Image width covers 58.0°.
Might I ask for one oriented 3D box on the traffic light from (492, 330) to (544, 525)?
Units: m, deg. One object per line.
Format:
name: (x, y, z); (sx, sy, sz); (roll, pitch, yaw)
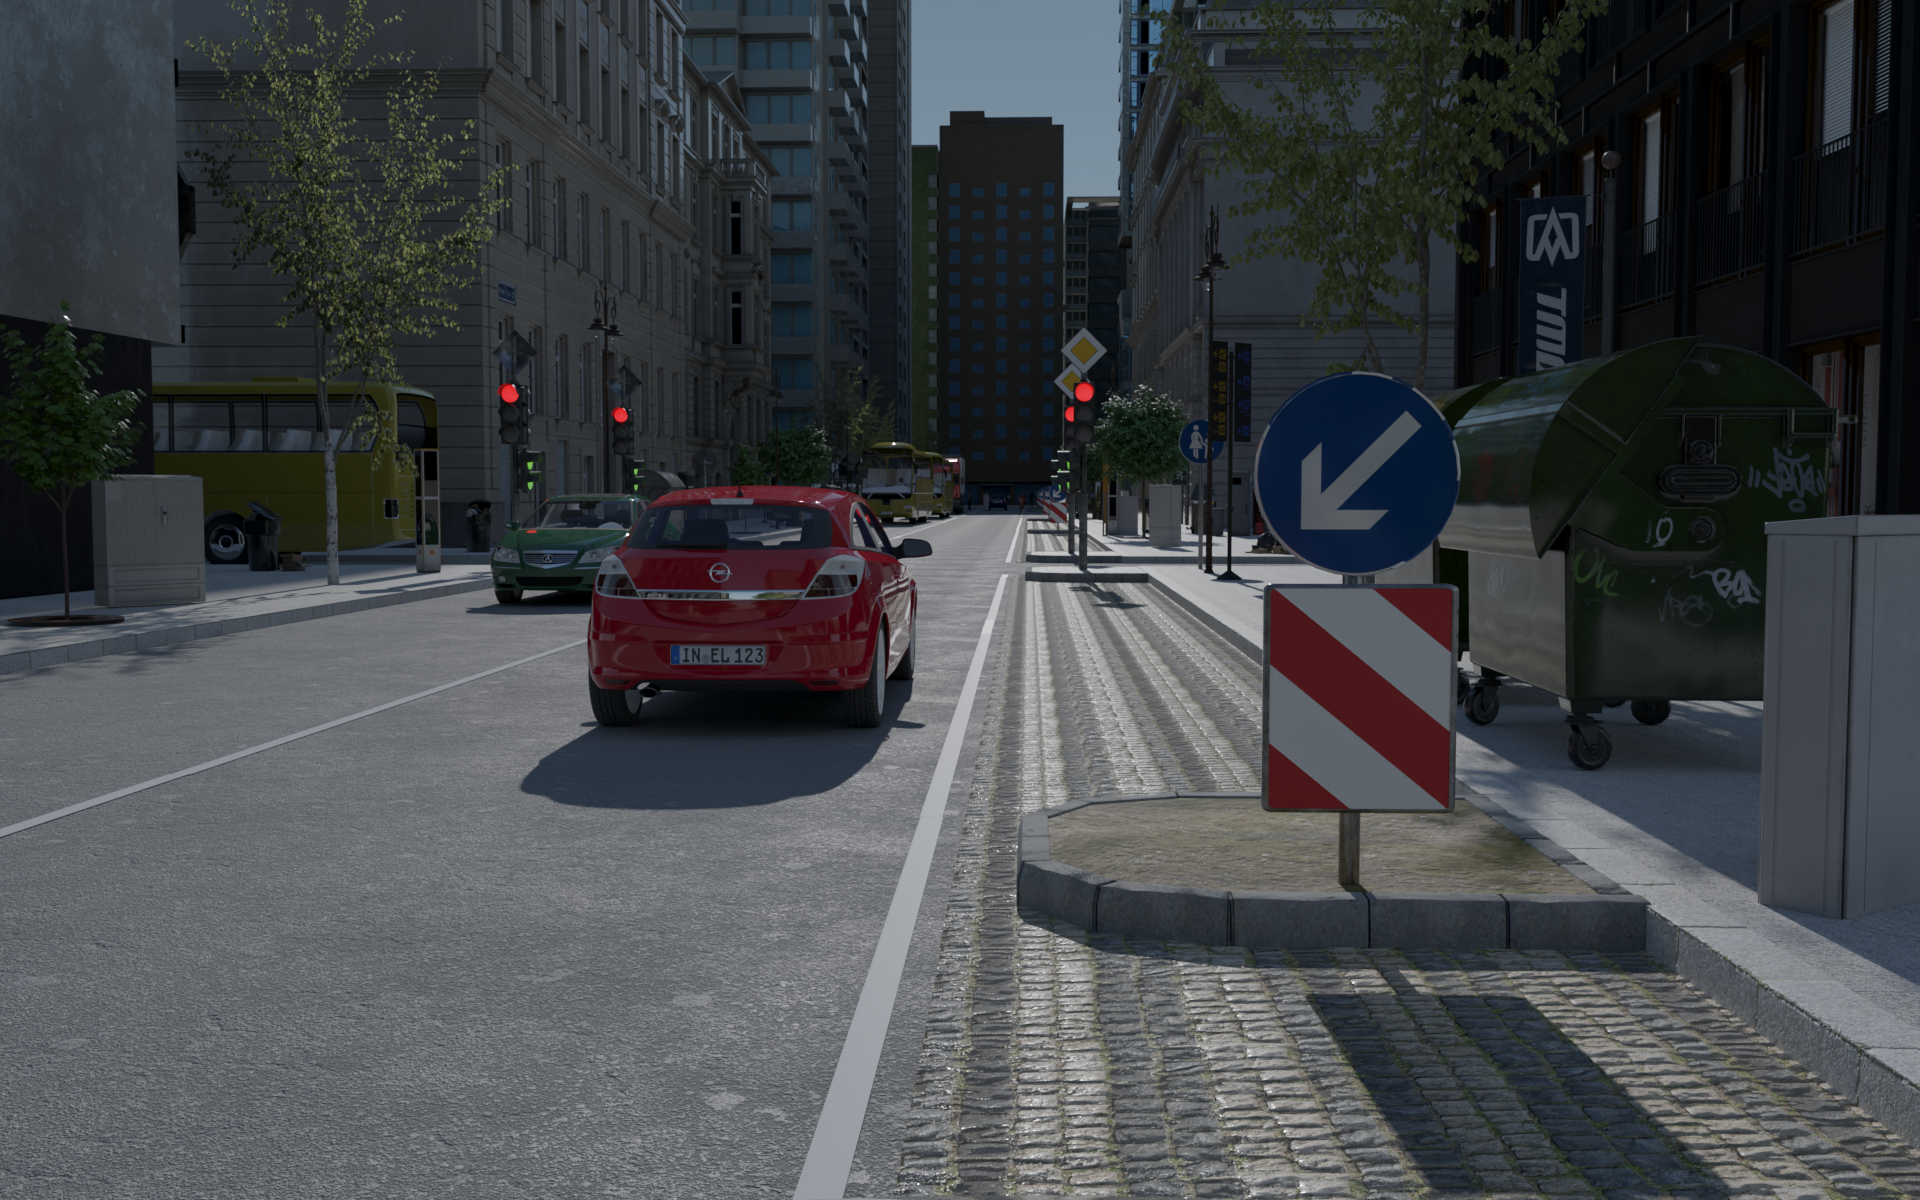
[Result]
traffic light: (-7.586, -2.489, 29.620); (0.839, 4.253, 0.868); (0, 4, 2)

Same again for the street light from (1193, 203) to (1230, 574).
street light: (4.030, -3.369, 27.872); (0.468, 5.910, 1.993); (0, 4, 2)

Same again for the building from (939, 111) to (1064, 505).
building: (5.013, -33.975, 205.607); (14.200, 45.320, 14.600); (0, 4, 2)

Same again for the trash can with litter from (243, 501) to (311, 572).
trash can with litter: (-11.385, -1.072, 28.910); (1.055, 1.170, 0.624); (0, 4, 4)

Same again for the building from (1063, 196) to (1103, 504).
building: (24.412, -31.874, 213.023); (23.993, 40.220, 32.217); (0, 4, 2)

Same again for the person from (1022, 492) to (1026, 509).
person: (6.158, -9.541, 165.966); (0.415, 1.643, 0.593); (0, 4, 2)

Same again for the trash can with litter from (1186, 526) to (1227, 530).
trash can with litter: (8.710, -3.149, 62.547); (1.678, 1.210, 2.233); (0, 4, 1)

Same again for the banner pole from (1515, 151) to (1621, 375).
banner pole: (4.538, -1.396, 12.837); (0.863, 3.779, 0.401); (1, 4, 21)

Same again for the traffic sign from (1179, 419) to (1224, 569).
traffic sign: (4.120, -1.804, 29.608); (0.768, 2.556, 0.104); (0, 4, 8)

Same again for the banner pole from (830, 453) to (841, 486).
banner pole: (-7.091, -6.593, 97.808); (0.863, 3.779, 0.401); (0, 4, 0)

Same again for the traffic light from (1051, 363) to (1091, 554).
traffic light: (2.384, -2.955, 37.235); (0.839, 4.253, 0.868); (0, 4, 2)

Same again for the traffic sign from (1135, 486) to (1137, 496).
traffic sign: (5.616, -3.374, 55.271); (0.768, 2.556, 0.104); (1, 4, 10)

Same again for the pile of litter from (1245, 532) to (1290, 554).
pile of litter: (7.065, -1.437, 37.468); (1.719, 0.858, 1.176); (1, 4, 16)

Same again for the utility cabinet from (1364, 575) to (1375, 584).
utility cabinet: (5.434, -0.814, 21.983); (1.173, 1.500, 0.318); (-3, 4, -38)

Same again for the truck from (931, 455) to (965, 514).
truck: (-1.024, -8.361, 125.622); (2.839, 4.237, 11.283); (0, 4, 2)

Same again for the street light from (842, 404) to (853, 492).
street light: (-5.757, -7.082, 88.571); (0.468, 5.910, 1.993); (0, 4, 2)

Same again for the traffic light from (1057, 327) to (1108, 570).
traffic light: (2.068, -2.467, 29.256); (0.839, 4.253, 0.868); (0, 4, 2)

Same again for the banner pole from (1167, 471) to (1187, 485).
banner pole: (7.428, -4.268, 59.801); (0.863, 3.779, 0.401); (1, 4, 9)

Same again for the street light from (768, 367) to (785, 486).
street light: (-6.688, -5.531, 63.216); (0.468, 5.910, 1.993); (0, 4, 2)

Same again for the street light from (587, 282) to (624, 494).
street light: (-7.715, -3.980, 37.865); (0.468, 5.910, 1.993); (0, 4, 2)

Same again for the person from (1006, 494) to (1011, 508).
person: (4.985, -10.129, 177.292); (0.799, 1.438, 0.628); (1, 4, 22)

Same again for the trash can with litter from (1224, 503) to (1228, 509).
trash can with litter: (9.107, -2.768, 56.643); (0.624, 1.170, 1.055); (2, 4, 32)

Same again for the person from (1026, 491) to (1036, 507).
person: (7.437, -10.499, 180.682); (1.217, 1.766, 0.721); (-2, 4, -32)

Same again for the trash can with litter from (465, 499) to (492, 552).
trash can with litter: (-10.752, -1.649, 38.347); (0.624, 1.170, 1.055); (-2, 4, -31)

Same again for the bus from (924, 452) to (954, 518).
bus: (-1.934, -6.942, 105.045); (2.896, 3.916, 12.252); (0, 4, 2)

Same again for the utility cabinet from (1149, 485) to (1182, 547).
utility cabinet: (4.936, -2.013, 41.585); (0.318, 1.500, 1.173); (-1, 4, -19)

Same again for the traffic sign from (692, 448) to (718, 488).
traffic sign: (-7.131, -2.954, 48.398); (0.768, 2.556, 0.104); (1, 4, 8)

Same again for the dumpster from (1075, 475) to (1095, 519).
dumpster: (6.632, -5.377, 90.411); (1.502, 2.255, 1.985); (0, 4, 2)

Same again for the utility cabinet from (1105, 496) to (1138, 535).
utility cabinet: (5.099, -2.660, 54.655); (1.020, 1.237, 0.306); (0, 4, 1)

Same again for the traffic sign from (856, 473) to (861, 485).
traffic sign: (-5.680, -6.181, 101.163); (0.768, 2.556, 0.104); (1, 4, 8)

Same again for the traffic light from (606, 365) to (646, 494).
traffic light: (-7.270, -2.977, 37.599); (0.839, 4.253, 0.868); (0, 4, 2)

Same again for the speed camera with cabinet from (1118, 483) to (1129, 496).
speed camera with cabinet: (7.202, -5.199, 79.334); (0.660, 3.252, 2.038); (1, 4, 21)

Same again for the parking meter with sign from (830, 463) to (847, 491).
parking meter with sign: (-6.556, -6.094, 95.906); (0.543, 3.016, 1.738); (-2, 4, -32)

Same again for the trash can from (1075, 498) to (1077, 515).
trash can: (6.959, -5.472, 101.115); (0.748, 1.137, 0.748); (0, 3, 0)

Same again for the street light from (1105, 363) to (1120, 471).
street light: (5.368, -5.389, 60.905); (0.468, 5.910, 1.993); (0, 4, 2)

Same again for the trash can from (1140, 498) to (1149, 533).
trash can: (6.312, -2.787, 57.223); (0.748, 1.137, 0.748); (0, 3, 0)

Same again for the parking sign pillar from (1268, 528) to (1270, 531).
parking sign pillar: (11.083, -4.362, 59.787); (1.447, 3.967, 1.447); (0, 4, 5)

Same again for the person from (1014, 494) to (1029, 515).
person: (4.172, -6.481, 117.729); (1.065, 1.426, 0.557); (1, 4, 18)

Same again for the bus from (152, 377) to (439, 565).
bus: (-16.638, -2.593, 33.942); (12.252, 3.916, 2.896); (0, 4, 2)

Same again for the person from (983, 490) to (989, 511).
person: (2.174, -8.328, 145.329); (0.551, 1.740, 0.621); (-1, 4, -13)

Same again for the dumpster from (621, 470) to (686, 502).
dumpster: (-7.461, -2.226, 42.147); (1.264, 1.857, 1.865); (0, 4, 2)

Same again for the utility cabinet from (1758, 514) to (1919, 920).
utility cabinet: (2.986, 0.341, 5.583); (1.020, 1.237, 0.306); (-2, 4, -35)

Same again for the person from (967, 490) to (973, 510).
person: (0.902, -9.048, 156.437); (0.705, 1.823, 1.348); (1, 4, 17)

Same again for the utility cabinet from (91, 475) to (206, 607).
utility cabinet: (-9.302, -0.686, 19.895); (0.318, 1.500, 1.173); (2, 4, 35)

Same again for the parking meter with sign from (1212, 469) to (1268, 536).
parking meter with sign: (8.526, -3.456, 52.771); (1.738, 3.016, 0.543); (1, 4, 19)

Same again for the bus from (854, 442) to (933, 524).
bus: (-3.042, -5.757, 85.680); (2.896, 3.916, 12.252); (0, 4, 4)
